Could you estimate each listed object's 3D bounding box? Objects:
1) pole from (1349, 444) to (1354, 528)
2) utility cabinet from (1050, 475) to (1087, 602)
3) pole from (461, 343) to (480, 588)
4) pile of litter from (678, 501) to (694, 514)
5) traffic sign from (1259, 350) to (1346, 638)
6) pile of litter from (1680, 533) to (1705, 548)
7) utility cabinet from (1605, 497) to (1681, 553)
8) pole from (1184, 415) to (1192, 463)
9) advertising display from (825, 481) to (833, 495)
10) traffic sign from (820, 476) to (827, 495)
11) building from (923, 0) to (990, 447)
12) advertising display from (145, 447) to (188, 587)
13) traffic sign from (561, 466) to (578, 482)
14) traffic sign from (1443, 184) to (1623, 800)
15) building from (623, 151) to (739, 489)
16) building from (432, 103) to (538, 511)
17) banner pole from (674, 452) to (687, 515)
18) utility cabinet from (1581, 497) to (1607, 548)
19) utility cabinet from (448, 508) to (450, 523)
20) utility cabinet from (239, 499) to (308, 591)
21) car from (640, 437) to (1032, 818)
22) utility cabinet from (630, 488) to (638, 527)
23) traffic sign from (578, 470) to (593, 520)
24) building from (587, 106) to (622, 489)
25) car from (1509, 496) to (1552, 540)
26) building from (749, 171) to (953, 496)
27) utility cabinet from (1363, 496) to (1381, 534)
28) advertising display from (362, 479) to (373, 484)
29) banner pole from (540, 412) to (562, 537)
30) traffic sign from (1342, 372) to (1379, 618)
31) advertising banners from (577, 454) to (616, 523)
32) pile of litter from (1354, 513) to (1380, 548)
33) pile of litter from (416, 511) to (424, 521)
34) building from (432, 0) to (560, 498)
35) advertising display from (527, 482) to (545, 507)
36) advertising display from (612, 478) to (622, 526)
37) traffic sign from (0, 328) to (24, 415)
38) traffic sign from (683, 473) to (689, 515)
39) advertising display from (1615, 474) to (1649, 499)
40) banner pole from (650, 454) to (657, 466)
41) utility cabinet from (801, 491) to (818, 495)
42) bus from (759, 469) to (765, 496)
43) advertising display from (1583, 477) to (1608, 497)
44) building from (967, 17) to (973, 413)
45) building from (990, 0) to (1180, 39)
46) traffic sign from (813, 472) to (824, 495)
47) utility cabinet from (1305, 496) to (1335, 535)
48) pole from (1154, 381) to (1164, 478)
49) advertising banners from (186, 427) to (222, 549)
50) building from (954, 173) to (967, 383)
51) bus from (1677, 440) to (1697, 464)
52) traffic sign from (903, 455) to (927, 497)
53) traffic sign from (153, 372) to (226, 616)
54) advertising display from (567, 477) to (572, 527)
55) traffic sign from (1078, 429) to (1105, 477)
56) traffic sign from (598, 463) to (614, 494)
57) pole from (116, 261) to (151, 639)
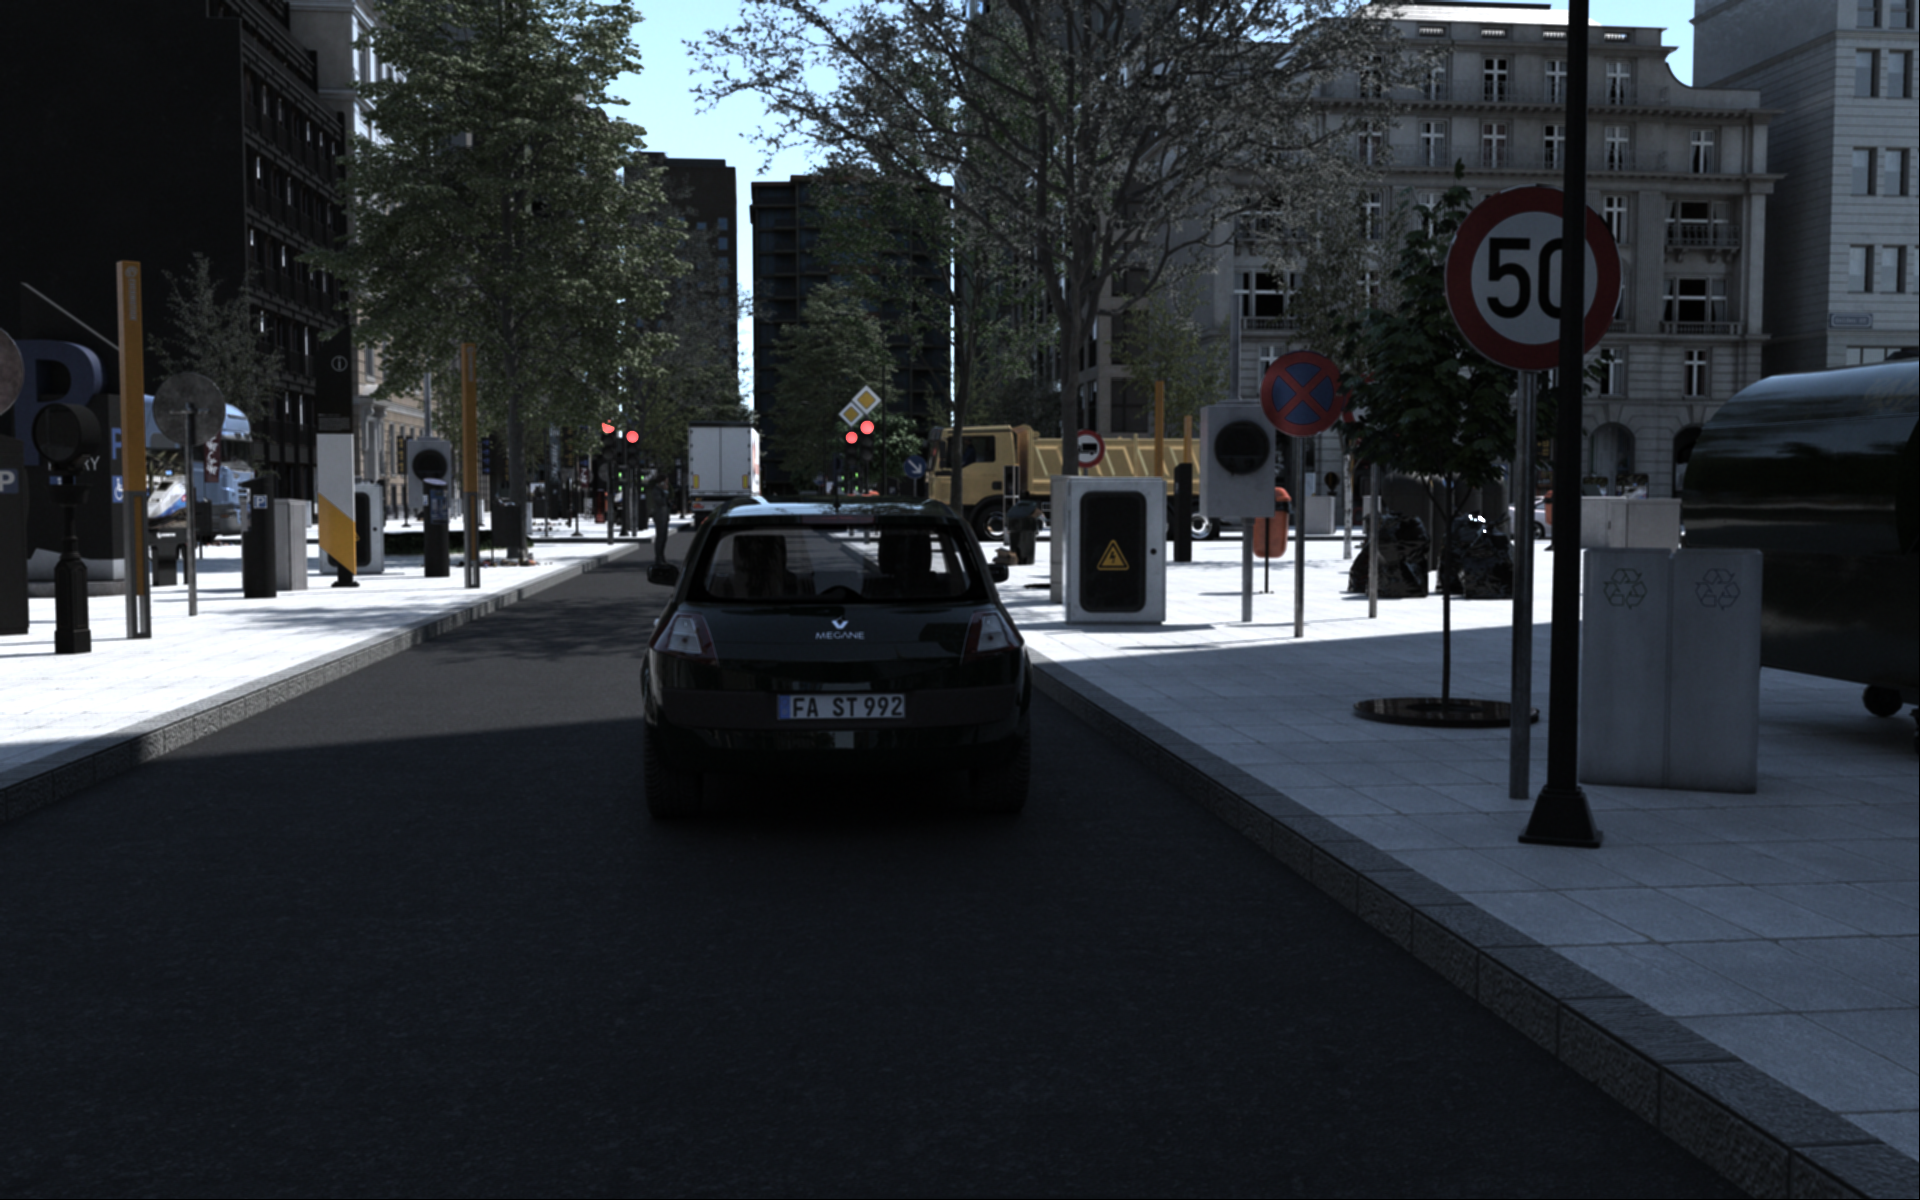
[{"bbox_3d":[14.715,-4.365,65.203,0.158,3.312,0.155,0,3,0],"label":"pole"},{"bbox_3d":[1.429,-0.736,20.709,0.318,1.500,1.173,1,4,23],"label":"utility cabinet"},{"bbox_3d":[-6.655,-1.816,23.536,0.158,3.312,0.155,0,3,0],"label":"pole"},{"bbox_3d":[-17.770,-5.996,111.995,1.176,0.858,1.719,-1,4,-9],"label":"pile of litter"},{"bbox_3d":[3.036,-0.938,15.439,0.768,2.556,0.104,0,4,0],"label":"traffic sign"},{"bbox_3d":[10.138,-0.638,24.397,1.719,0.858,1.176,-1,4,-13],"label":"pile of litter"},{"bbox_3d":[8.988,-0.709,22.749,1.020,1.237,0.306,-2,4,-28],"label":"utility cabinet"},{"bbox_3d":[5.913,-3.130,45.016,0.158,3.312,0.155,0,3,0],"label":"pole"},{"bbox_3d":[-6.065,-4.829,84.167,0.974,1.923,0.123,1,4,13],"label":"advertising display"},{"bbox_3d":[-9.019,-6.979,114.213,0.768,2.556,0.104,0,4,1],"label":"traffic sign"},{"bbox_3d":[8.695,-52.689,174.134,22.319,86.520,31.000,0,4,-6],"label":"building"},{"bbox_3d":[-11.108,-1.157,24.138,0.123,1.923,0.974,1,4,16],"label":"advertising display"},{"bbox_3d":[-16.870,-4.568,74.788,0.768,2.556,0.104,0,4,-2],"label":"traffic sign"},{"bbox_3d":[2.359,-0.436,7.231,0.768,2.556,0.104,0,4,-6],"label":"traffic sign"},{"bbox_3d":[-36.666,-35.463,229.922,14.200,45.320,14.600,0,4,-6],"label":"building"},{"bbox_3d":[-40.219,-21.974,130.979,14.160,30.474,14.107,0,4,-6],"label":"building"},{"bbox_3d":[-16.697,-6.969,103.960,0.863,3.779,0.401,-1,4,-13],"label":"banner pole"},{"bbox_3d":[15.128,-1.812,40.794,1.020,1.237,0.306,2,4,28],"label":"utility cabinet"},{"bbox_3d":[-22.908,-3.976,76.168,1.020,1.237,0.306,2,4,25],"label":"utility cabinet"},{"bbox_3d":[-9.219,-0.741,23.281,1.020,1.237,0.306,2,4,31],"label":"utility cabinet"},{"bbox_3d":[-0.677,0.041,9.121,2.009,1.686,4.222,0,4,-5],"label":"car"},{"bbox_3d":[-12.640,-3.609,67.679,0.318,1.500,1.173,-2,4,-25],"label":"utility cabinet"},{"bbox_3d":[-18.796,-5.312,86.957,0.768,2.556,0.104,0,4,0],"label":"traffic sign"},{"bbox_3d":[-58.135,-39.439,234.070,27.495,52.752,28.713,0,4,-6],"label":"building"},{"bbox_3d":[17.910,-2.390,51.435,4.827,1.381,2.083,0,4,-6],"label":"car"},{"bbox_3d":[-15.597,-35.535,235.618,28.867,44.769,22.147,0,4,-6],"label":"building"},{"bbox_3d":[13.285,-2.720,55.627,0.306,1.237,1.020,3,4,38],"label":"utility cabinet"},{"bbox_3d":[-26.221,-4.352,76.370,0.974,1.923,0.123,2,4,33],"label":"advertising display"},{"bbox_3d":[-12.072,-3.739,51.149,0.863,3.779,0.401,2,4,32],"label":"banner pole"},{"bbox_3d":[4.282,-1.088,17.890,0.768,2.556,0.104,0,4,-6],"label":"traffic sign"},{"bbox_3d":[-15.819,-4.893,76.195,2.074,3.025,0.090,1,4,9],"label":"advertising banners"},{"bbox_3d":[10.021,-1.662,41.137,1.176,0.858,1.719,0,4,-4],"label":"pile of litter"},{"bbox_3d":[-25.297,-4.225,83.048,1.719,0.858,1.176,-2,4,-31],"label":"pile of litter"},{"bbox_3d":[-45.246,-43.325,146.609,20.563,71.187,20.611,0,4,-6],"label":"building"},{"bbox_3d":[-22.994,-5.460,94.486,0.974,1.923,0.123,0,4,4],"label":"advertising display"},{"bbox_3d":[-13.799,-3.970,70.124,0.123,1.923,0.974,1,4,22],"label":"advertising display"},{"bbox_3d":[-7.128,-0.756,12.468,0.768,2.556,0.104,0,4,-4],"label":"traffic sign"},{"bbox_3d":[-16.655,-6.389,104.558,0.768,2.556,0.104,0,4,-6],"label":"traffic sign"},{"bbox_3d":[21.383,-3.054,55.147,0.974,1.923,0.123,2,4,25],"label":"advertising display"},{"bbox_3d":[-19.200,-7.256,108.644,0.863,3.779,0.401,2,4,34],"label":"banner pole"},{"bbox_3d":[-10.879,-7.115,125.014,1.173,1.500,0.318,0,4,5],"label":"utility cabinet"},{"bbox_3d":[-18.607,-9.821,152.116,2.896,3.916,12.252,0,4,-6],"label":"bus"},{"bbox_3d":[24.134,-3.708,65.840,0.974,1.923,0.123,-1,4,-9],"label":"advertising display"},{"bbox_3d":[7.368,-28.673,152.398,14.154,41.232,14.086,0,4,-6],"label":"building"},{"bbox_3d":[9.116,-27.807,138.246,14.154,41.232,14.086,0,4,-6],"label":"building"},{"bbox_3d":[-7.991,-6.019,98.513,0.768,2.556,0.104,0,4,-5],"label":"traffic sign"},{"bbox_3d":[11.326,-2.665,54.742,1.020,1.237,0.306,3,5,43],"label":"utility cabinet"},{"bbox_3d":[3.595,-2.291,31.302,0.158,3.312,0.155,0,3,0],"label":"pole"},{"bbox_3d":[-18.217,-2.724,40.719,2.074,3.025,0.090,1,4,13],"label":"advertising banners"},{"bbox_3d":[10.058,-37.557,237.753,21.600,48.544,21.300,0,4,-6],"label":"building"},{"bbox_3d":[28.148,-3.718,52.331,12.252,3.916,2.896,0,4,-8],"label":"bus"},{"bbox_3d":[-1.467,-3.457,56.621,0.768,2.556,0.104,0,4,0],"label":"traffic sign"},{"bbox_3d":[-8.084,-1.105,18.177,0.768,2.556,0.104,0,4,0],"label":"traffic sign"},{"bbox_3d":[-15.090,-3.774,66.924,0.123,1.923,0.974,-1,4,-9],"label":"advertising display"},{"bbox_3d":[2.465,-2.073,34.005,0.768,2.556,0.104,0,4,-4],"label":"traffic sign"},{"bbox_3d":[-14.364,-4.318,70.704,0.768,2.556,0.104,0,4,-5],"label":"traffic sign"},{"bbox_3d":[-7.300,-1.312,15.301,0.158,3.312,0.155,0,3,0],"label":"pole"}]
